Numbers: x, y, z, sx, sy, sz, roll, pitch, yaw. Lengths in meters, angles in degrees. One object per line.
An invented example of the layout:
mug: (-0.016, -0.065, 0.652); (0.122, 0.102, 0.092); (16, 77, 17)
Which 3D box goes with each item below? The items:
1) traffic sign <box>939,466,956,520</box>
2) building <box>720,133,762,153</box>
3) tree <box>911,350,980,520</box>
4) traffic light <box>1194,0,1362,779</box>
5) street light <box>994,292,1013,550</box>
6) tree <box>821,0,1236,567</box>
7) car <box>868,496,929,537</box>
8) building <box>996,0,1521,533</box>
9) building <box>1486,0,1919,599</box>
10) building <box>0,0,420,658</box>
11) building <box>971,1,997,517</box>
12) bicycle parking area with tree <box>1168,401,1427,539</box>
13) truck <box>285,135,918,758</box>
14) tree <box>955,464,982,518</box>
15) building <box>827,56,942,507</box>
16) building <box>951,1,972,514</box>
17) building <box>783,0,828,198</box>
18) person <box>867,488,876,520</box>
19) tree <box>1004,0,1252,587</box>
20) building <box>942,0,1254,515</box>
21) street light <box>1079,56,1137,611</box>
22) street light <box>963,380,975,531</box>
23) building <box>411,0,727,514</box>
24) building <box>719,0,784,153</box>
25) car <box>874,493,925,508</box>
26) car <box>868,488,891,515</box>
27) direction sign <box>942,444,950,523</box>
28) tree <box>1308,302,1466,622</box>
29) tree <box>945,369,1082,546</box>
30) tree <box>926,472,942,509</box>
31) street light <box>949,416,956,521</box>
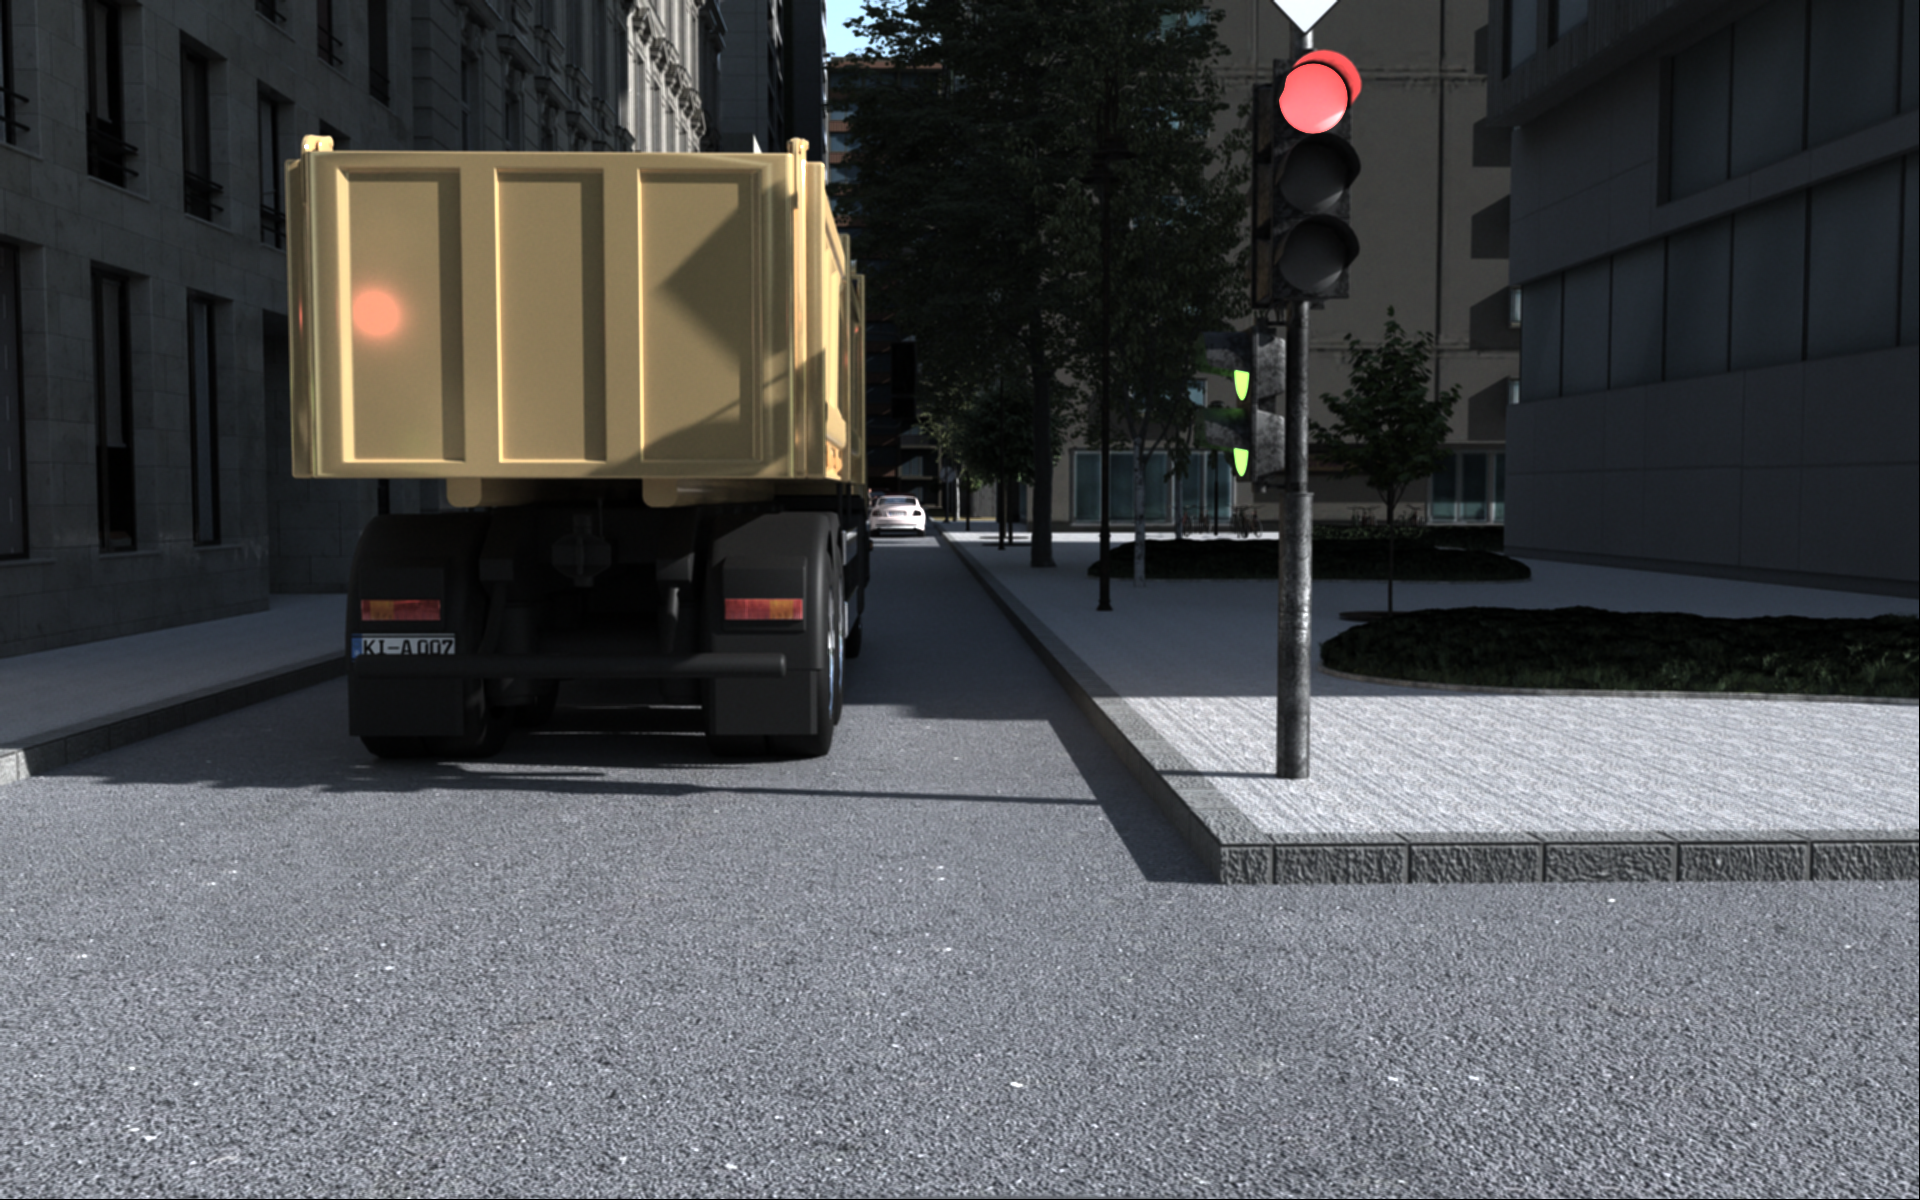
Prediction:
traffic sign: (-0.575, -4.884, 79.965); (0.768, 2.556, 0.104); (0, 4, 4)
building: (-24.133, -15.421, 97.174); (27.650, 21.520, 28.899); (0, 4, -2)
tree: (-0.221, -8.297, 86.022); (4.737, 8.622, 4.395); (0, 3, 0)
traffic light: (1.492, -1.151, 7.746); (0.839, 4.253, 0.868); (0, 4, -2)
street light: (0.955, -4.090, 39.664); (0.468, 5.910, 1.993); (0, 4, -2)
tree: (1.029, -6.853, 30.172); (7.486, 12.596, 7.792); (0, 3, 0)
car: (-2.110, -2.846, 58.896); (2.083, 1.381, 4.827); (0, 4, -1)
building: (12.594, -27.099, 66.778); (21.300, 48.544, 21.600); (0, 4, -2)
building: (23.896, -26.389, 20.706); (27.495, 52.752, 28.713); (0, 4, -2)
building: (-12.748, -9.862, 15.990); (10.420, 20.320, 16.860); (0, 4, -2)
building: (7.568, -20.155, 101.235); (14.160, 30.474, 14.107); (0, 4, -2)
bicycle parking area with tree: (10.527, -4.041, 53.077); (8.231, 4.147, 9.016); (2, 4, 26)
truck: (-2.044, -1.047, 13.042); (3.469, 3.379, 9.791); (0, 4, -1)
tree: (0.498, -6.018, 93.000); (1.663, 3.219, 1.824); (0, 3, 0)
building: (-10.396, -31.921, 176.533); (28.867, 44.769, 22.147); (0, 4, -2)
building: (6.387, -26.394, 115.143); (14.154, 41.232, 14.086); (0, 4, -2)
building: (-25.390, -36.925, 145.729); (28.212, 58.520, 21.231); (0, 4, -2)
person: (-4.833, -5.234, 94.600); (0.750, 1.759, 0.617); (0, 4, 7)
tree: (2.511, -4.465, 23.367); (4.737, 8.622, 4.395); (0, 3, 0)
building: (9.499, -31.139, 132.831); (21.300, 48.544, 21.600); (0, 4, -2)
street light: (1.594, -2.821, 18.914); (0.468, 5.910, 1.993); (0, 4, -2)
street light: (0.273, -5.359, 60.412); (0.468, 5.910, 1.993); (0, 4, -2)
building: (-16.398, -16.518, 46.477); (17.030, 29.872, 44.131); (0, 4, -2)
building: (-20.665, -41.727, 120.482); (20.563, 71.187, 20.611); (0, 4, -2)
car: (-2.520, -3.891, 72.651); (2.155, 1.783, 4.494); (0, 4, -3)
car: (-5.113, -6.131, 108.911); (2.281, 1.827, 5.304); (0, 4, -1)
direction sign: (-0.619, -5.229, 77.491); (0.379, 3.537, 0.876); (0, 4, 1)
tree: (4.269, -1.409, 17.642); (1.663, 3.219, 1.824); (0, 3, 0)
tree: (1.353, -3.643, 43.280); (4.285, 4.588, 4.351); (0, 3, 0)
tree: (-2.249, -9.606, 151.664); (1.663, 3.219, 1.824); (0, 3, 0)
street light: (-0.265, -6.661, 81.691); (0.468, 5.910, 1.993); (0, 4, -2)
